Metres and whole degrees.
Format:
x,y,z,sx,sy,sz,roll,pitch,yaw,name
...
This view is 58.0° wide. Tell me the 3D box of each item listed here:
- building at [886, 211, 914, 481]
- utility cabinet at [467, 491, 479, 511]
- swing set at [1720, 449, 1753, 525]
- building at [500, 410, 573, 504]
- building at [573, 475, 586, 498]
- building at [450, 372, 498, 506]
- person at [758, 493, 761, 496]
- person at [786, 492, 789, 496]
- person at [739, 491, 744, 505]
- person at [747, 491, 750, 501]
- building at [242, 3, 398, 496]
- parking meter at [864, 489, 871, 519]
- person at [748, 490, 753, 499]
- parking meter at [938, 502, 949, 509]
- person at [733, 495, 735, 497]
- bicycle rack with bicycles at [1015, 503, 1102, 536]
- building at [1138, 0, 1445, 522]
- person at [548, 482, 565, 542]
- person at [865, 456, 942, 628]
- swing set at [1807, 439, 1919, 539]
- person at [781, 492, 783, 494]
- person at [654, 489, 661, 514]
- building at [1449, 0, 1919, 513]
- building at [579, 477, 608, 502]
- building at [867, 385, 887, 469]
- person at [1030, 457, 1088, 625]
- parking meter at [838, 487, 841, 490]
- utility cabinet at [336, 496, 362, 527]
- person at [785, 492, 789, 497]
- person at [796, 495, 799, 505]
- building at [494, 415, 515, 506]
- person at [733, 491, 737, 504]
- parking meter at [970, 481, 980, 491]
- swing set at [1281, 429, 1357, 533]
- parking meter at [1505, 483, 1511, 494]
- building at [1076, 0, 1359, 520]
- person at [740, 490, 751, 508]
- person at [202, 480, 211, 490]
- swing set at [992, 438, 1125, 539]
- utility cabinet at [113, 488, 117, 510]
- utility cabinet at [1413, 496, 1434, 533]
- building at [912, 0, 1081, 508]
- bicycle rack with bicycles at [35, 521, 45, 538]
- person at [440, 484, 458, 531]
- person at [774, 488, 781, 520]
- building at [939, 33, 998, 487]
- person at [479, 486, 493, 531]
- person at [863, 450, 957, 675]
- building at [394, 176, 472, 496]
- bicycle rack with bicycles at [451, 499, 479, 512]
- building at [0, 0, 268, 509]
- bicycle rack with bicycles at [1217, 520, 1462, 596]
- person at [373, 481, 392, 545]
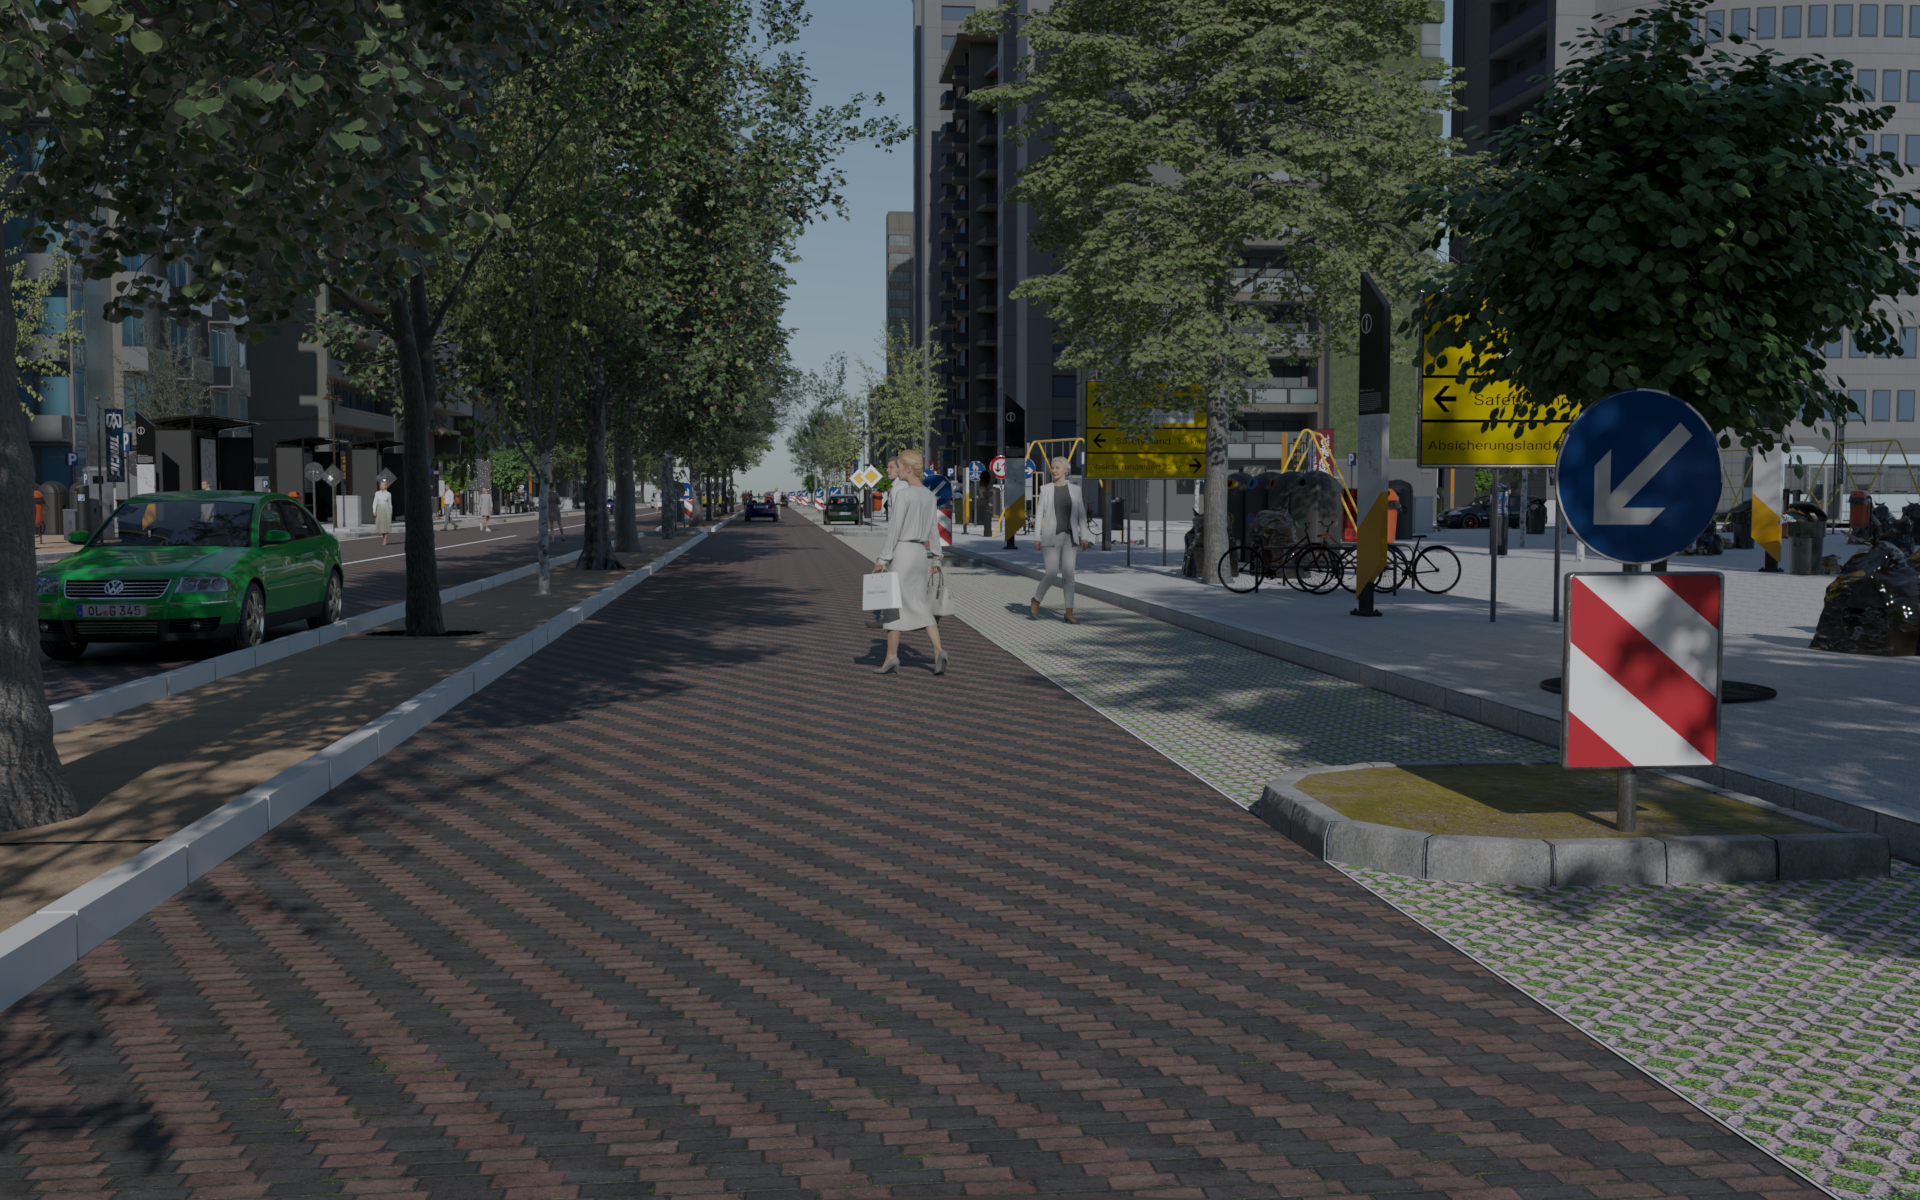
x,y,z,sx,sy,sz,roll,pitch,yaw,name
-3.857,-34.802,252.604,14.154,41.232,14.086,0,4,-6,building
-36.556,-7.465,130.723,1.173,1.500,0.318,-2,4,-31,utility cabinet
27.309,-3.861,60.750,2.862,2.851,3.119,0,4,-8,swing set
-61.455,-33.927,238.292,14.154,41.232,14.086,0,4,-6,building
-69.034,-39.143,259.589,23.786,49.044,30.456,0,4,-6,building
-54.326,-31.911,171.847,14.600,45.320,14.200,0,4,-6,building
-33.381,-17.018,288.205,0.593,1.643,0.415,-2,4,-33,person
-29.510,-17.674,298.178,1.217,1.736,0.721,-3,4,-38,person
-29.552,-13.917,235.974,1.348,1.831,0.705,1,4,23,person
-23.553,-11.277,193.555,0.721,1.739,1.217,0,4,3,person
-52.796,-30.400,120.747,21.300,48.544,21.600,0,4,-6,building
-4.844,-5.042,90.848,0.372,1.533,0.369,0,3,0,parking meter
-22.479,-10.915,186.598,0.705,1.869,1.348,-3,4,-38,person
-0.667,-3.832,71.068,0.372,1.533,0.369,0,3,0,parking meter
-37.776,-16.960,286.531,1.217,1.736,0.721,-2,4,-24,person
3.135,-2.503,54.310,2.925,0.926,2.852,0,4,7,bicycle rack with bicycles
14.405,-24.543,84.869,14.086,41.232,14.154,0,4,-6,building
-12.202,-2.648,52.128,0.599,1.781,0.374,0,4,-8,person
-0.590,-0.603,18.465,0.850,1.850,0.679,1,4,14,person
26.504,-3.264,50.984,2.862,2.851,3.119,0,4,-6,swing set
-22.835,-13.065,222.794,1.217,1.739,0.721,2,4,27,person
-21.920,-7.157,125.865,0.624,1.780,0.694,-2,4,-34,person
42.948,-33.606,91.462,28.212,58.520,21.231,0,4,-6,building
-65.393,-36.638,282.620,14.154,41.232,14.086,0,4,-6,building
-0.901,-27.177,289.389,27.650,21.520,28.899,0,4,-6,building
1.073,-0.658,19.140,0.514,1.842,0.818,-2,4,-29,person
-9.675,-8.160,139.133,0.255,1.863,0.399,0,4,-8,parking meter
-23.688,-3.412,66.956,1.020,1.237,0.306,0,4,6,utility cabinet
-27.143,-15.869,268.675,1.217,1.735,0.721,0,4,-4,person
-21.343,-13.453,229.012,0.434,1.755,0.990,-2,4,-34,person
-59.238,-45.856,187.998,20.563,71.187,20.611,0,4,-6,building
-33.698,-15.376,259.881,0.705,1.826,1.348,1,4,20,person
0.748,-5.334,92.919,0.399,1.863,0.255,-1,4,-15,parking meter
8.702,-2.770,42.909,2.862,2.851,3.119,1,4,17,swing set
27.622,-5.004,87.523,0.255,1.863,0.399,-1,4,-19,parking meter
13.766,-25.524,100.904,14.154,41.232,14.086,0,4,-6,building
-20.193,-9.471,163.378,1.348,1.821,0.705,-2,4,-30,person
-19.749,-2.256,45.478,0.635,1.810,0.391,3,5,43,person
2.743,-3.184,49.674,2.862,2.851,3.119,-2,4,-23,swing set
-31.799,-3.435,64.848,0.318,1.500,1.173,-2,4,-30,utility cabinet
15.099,-2.791,56.795,1.020,1.237,0.306,-3,5,-40,utility cabinet
5.288,-39.851,193.565,21.231,58.520,28.212,0,4,-6,building
-28.156,-2.216,49.617,2.925,0.926,2.852,-1,4,-10,bicycle rack with bicycles
-19.900,-3.594,67.368,0.679,1.850,0.850,3,5,43,person
-10.169,-5.368,96.491,0.478,1.798,0.641,-2,4,-29,person
9.538,-31.263,165.774,22.147,44.769,28.867,0,4,-6,building
-18.357,-3.525,66.889,0.760,1.731,0.466,3,4,39,person
-0.386,-0.294,13.656,0.694,1.780,0.624,-3,4,-37,person
-58.160,-34.314,150.270,28.713,52.752,27.495,0,4,-6,building
-35.697,-6.734,123.478,2.925,0.926,2.852,-2,4,-25,bicycle rack with bicycles
-49.977,-28.579,86.872,23.786,49.044,30.456,0,4,-6,building
5.094,-0.574,22.767,2.925,0.926,2.852,1,4,23,bicycle rack with bicycles
-16.186,-2.441,48.638,0.478,1.798,0.641,0,4,0,person
